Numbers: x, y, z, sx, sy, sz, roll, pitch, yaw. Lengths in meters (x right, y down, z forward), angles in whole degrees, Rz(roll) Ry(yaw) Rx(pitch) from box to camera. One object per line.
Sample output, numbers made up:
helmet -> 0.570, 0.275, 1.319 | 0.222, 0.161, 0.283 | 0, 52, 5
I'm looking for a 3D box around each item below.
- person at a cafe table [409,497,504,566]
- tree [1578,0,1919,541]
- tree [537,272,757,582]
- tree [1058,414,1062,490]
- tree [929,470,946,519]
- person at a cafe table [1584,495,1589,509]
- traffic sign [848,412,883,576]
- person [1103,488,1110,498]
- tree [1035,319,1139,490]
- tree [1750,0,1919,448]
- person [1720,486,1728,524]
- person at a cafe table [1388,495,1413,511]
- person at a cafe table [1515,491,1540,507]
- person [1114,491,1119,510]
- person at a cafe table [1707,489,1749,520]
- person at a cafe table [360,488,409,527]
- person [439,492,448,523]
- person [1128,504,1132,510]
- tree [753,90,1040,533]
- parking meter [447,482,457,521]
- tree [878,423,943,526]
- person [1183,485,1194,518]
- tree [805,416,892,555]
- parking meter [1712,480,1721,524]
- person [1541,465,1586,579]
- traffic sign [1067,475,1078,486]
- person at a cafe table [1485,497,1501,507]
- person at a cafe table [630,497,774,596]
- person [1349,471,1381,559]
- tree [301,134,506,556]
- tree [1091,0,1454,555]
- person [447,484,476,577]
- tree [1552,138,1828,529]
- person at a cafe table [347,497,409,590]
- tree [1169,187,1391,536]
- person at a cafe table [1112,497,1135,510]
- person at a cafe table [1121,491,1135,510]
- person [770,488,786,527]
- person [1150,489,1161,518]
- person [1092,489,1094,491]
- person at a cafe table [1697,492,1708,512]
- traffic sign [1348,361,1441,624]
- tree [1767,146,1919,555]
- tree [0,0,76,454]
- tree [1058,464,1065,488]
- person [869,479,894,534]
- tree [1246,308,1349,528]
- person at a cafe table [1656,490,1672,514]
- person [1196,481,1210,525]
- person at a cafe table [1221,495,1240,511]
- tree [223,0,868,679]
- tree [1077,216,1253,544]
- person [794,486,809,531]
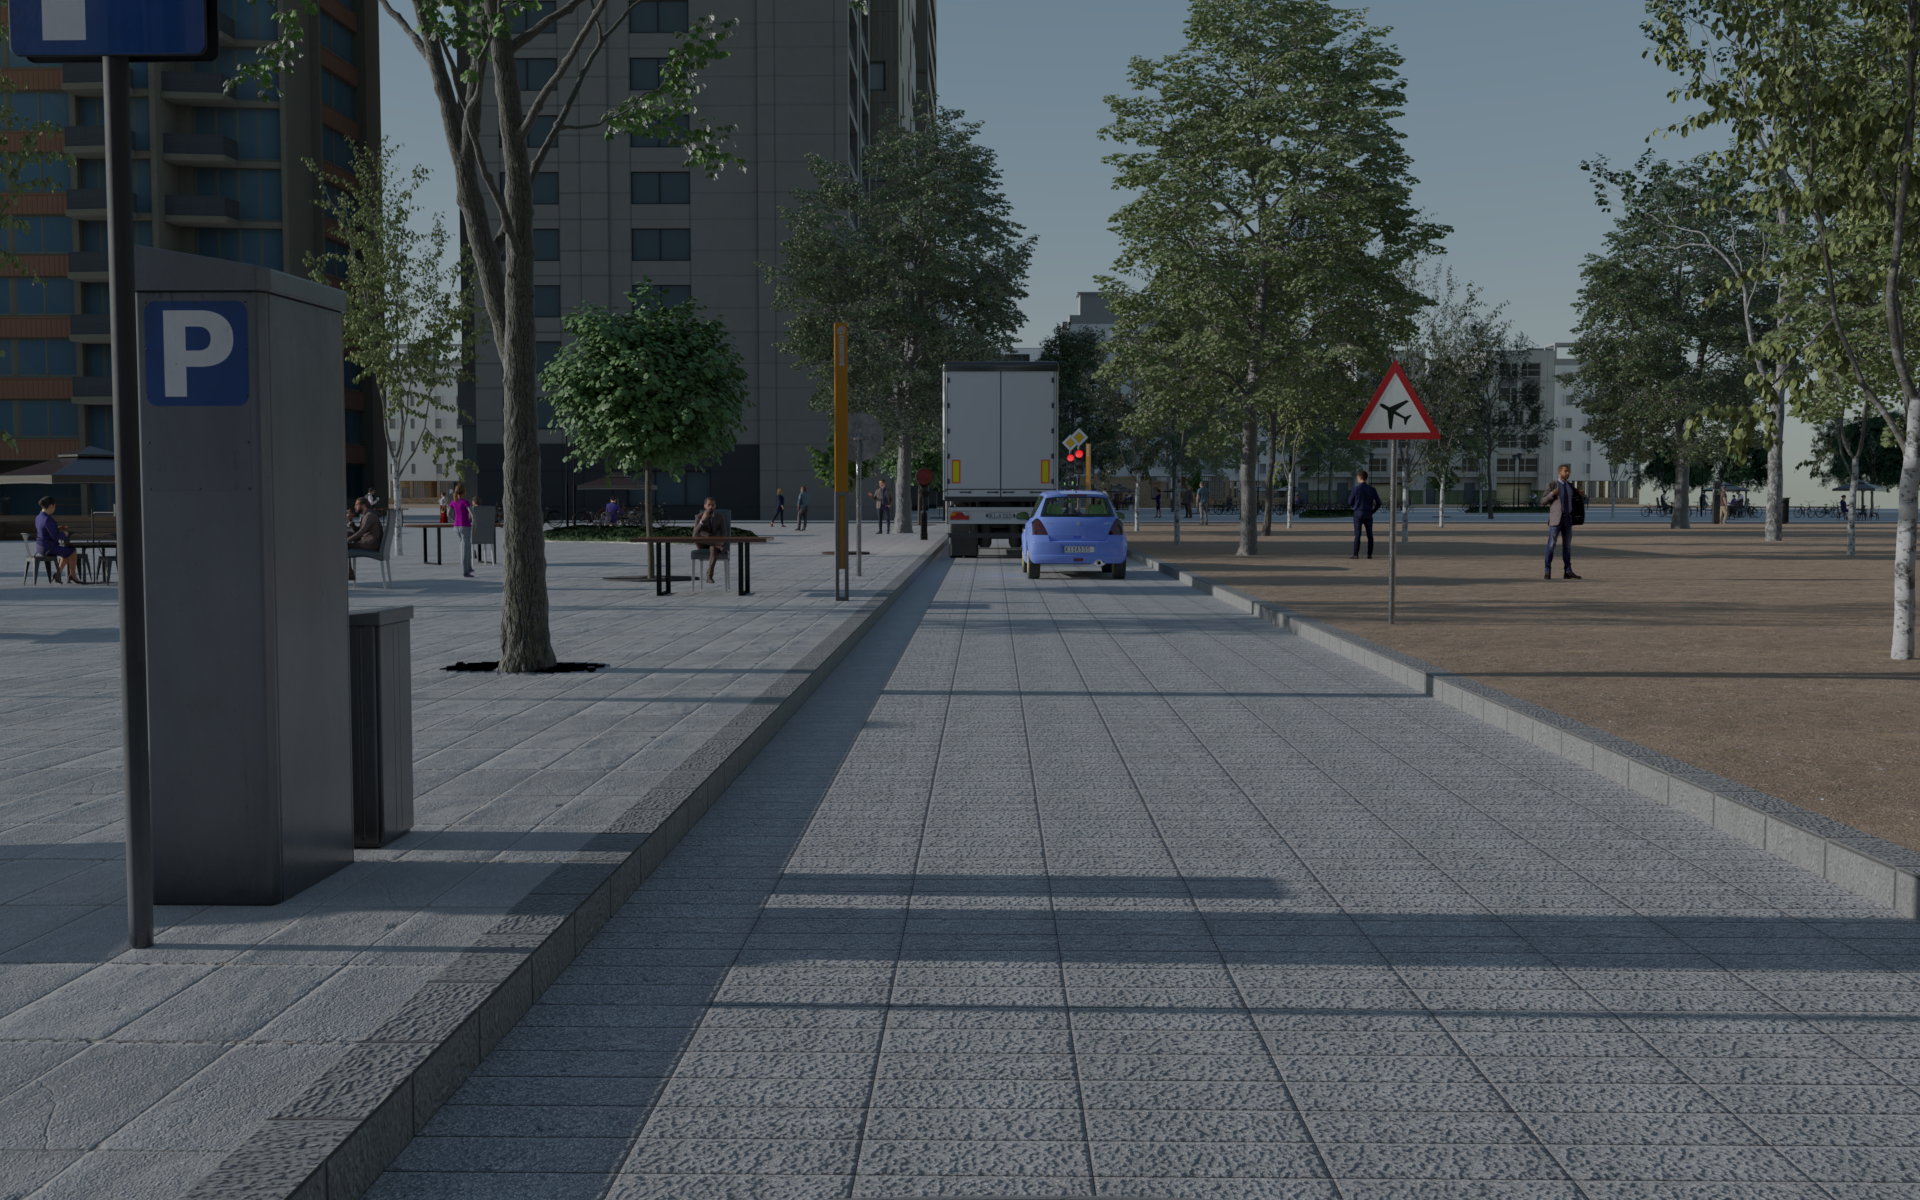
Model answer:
person at a cafe table -> -8.973, -1.263, 31.507 | 1.698, 1.238, 1.726 | -3, 4, -37
tree -> 23.629, -11.738, 47.812 | 12.611, 20.169, 13.585 | 0, 3, 0
tree -> -4.653, -2.581, 25.916 | 4.285, 4.588, 4.351 | 0, 3, 0
tree -> 6.559, -11.011, 130.398 | 4.360, 8.622, 3.978 | 0, 3, 0
tree -> -0.942, -5.913, 91.272 | 1.663, 3.219, 1.824 | 0, 3, 0
person at a cafe table -> 52.402, -8.261, 145.931 | 1.698, 1.238, 1.726 | 0, 4, -8
traffic sign -> -1.578, -1.643, 26.967 | 0.768, 2.556, 0.104 | 0, 4, 2
person -> 13.009, -9.055, 154.237 | 0.789, 1.805, 0.875 | -3, 5, -42
tree -> 7.370, -12.013, 113.419 | 9.611, 12.733, 9.660 | 0, 3, 0
tree -> 16.968, -6.745, 28.404 | 7.486, 12.596, 7.792 | 0, 3, 0
person -> 33.817, -4.159, 76.624 | 0.434, 1.807, 0.598 | 0, 4, 8
person at a cafe table -> 33.550, -7.395, 131.776 | 1.726, 1.238, 1.698 | 1, 4, 18
person at a cafe table -> 46.056, -8.050, 140.137 | 1.622, 1.524, 1.698 | 0, 4, -8
person -> 12.242, -7.781, 135.525 | 0.482, 1.546, 0.388 | 0, 4, -1
person at a cafe table -> 39.061, -4.845, 87.729 | 1.622, 1.524, 1.698 | 1, 4, 12
person at a cafe table -> -22.409, -3.572, 66.924 | 1.622, 1.524, 1.698 | -3, 4, -37
person -> -23.104, -4.069, 77.501 | 0.387, 1.526, 0.523 | -3, 4, -38
person -> 13.286, -7.262, 135.250 | 0.381, 0.543, 0.357 | 0, 4, 0
tree -> -1.876, -9.173, 56.634 | 9.857, 13.997, 8.962 | 0, 3, 0
parking meter -> -23.836, -4.627, 81.359 | 0.399, 1.863, 0.255 | 1, 4, 18
tree -> -1.615, -5.342, 71.061 | 4.285, 4.588, 4.351 | 0, 3, 0
person -> 12.173, -5.253, 92.487 | 0.434, 1.755, 0.990 | -1, 4, -23
tree -> -2.555, -2.585, 36.870 | 1.663, 3.219, 1.824 | 0, 3, 0
parking meter -> 32.290, -4.173, 73.935 | 0.255, 1.863, 0.399 | 1, 4, 11
person -> 9.072, -1.172, 26.026 | 0.655, 1.722, 0.431 | -1, 4, -10
traffic sign -> 5.782, -5.291, 88.629 | 0.606, 2.300, 0.079 | 1, 4, 9
person at a cafe table -> 43.350, -7.975, 141.250 | 1.698, 1.238, 1.726 | 2, 4, 27
person at a cafe table -> -3.277, -0.711, 22.489 | 1.698, 1.238, 1.726 | 0, 4, -1
person -> 7.968, -1.684, 34.281 | 0.576, 1.737, 0.504 | -1, 4, -16
tree -> -11.572, -5.221, 35.734 | 4.737, 8.622, 4.395 | 0, 3, 0
tree -> 6.469, -7.217, 36.131 | 7.486, 12.596, 7.792 | 0, 3, 0
person -> -7.619, -1.073, 26.822 | 0.726, 1.434, 0.776 | 1, 4, 19
tree -> 26.562, -9.603, 63.658 | 9.857, 13.997, 8.962 | 0, 3, 0
person at a cafe table -> -8.502, -0.760, 23.290 | 1.726, 1.238, 1.698 | 0, 4, -7
tree -> 9.677, -7.223, 52.512 | 7.601, 10.594, 8.767 | 1, 4, 16
person at a cafe table -> 13.224, -7.946, 140.772 | 1.726, 1.238, 1.698 | 2, 4, 35
person at a cafe table -> 13.730, -8.209, 142.726 | 1.622, 1.524, 1.698 | 3, 4, 36
person -> -7.072, -3.598, 67.412 | 0.613, 1.512, 0.480 | -1, 4, -9
person -> 10.574, -5.192, 93.305 | 0.546, 1.535, 0.453 | -1, 4, -22
person -> 12.357, -9.335, 159.347 | 0.721, 1.739, 1.217 | -1, 4, -17
person at a cafe table -> 54.100, -7.165, 125.670 | 1.698, 1.524, 1.622 | 3, 5, 39
traffic sign -> 4.255, -1.040, 17.007 | 0.884, 2.594, 0.081 | 1, 4, 9
tree -> 18.892, -5.250, 36.202 | 4.360, 8.622, 3.978 | 0, 3, 0
tree -> -11.994, -4.227, 19.479 | 4.737, 8.622, 4.395 | 0, 3, 0
tree -> 7.086, -9.774, 143.516 | 4.285, 4.588, 4.351 | 0, 3, 0
person -> -2.531, -2.988, 55.430 | 0.617, 1.759, 0.750 | 2, 4, 27
tree -> 12.513, -6.993, 64.690 | 4.737, 8.622, 4.395 | 0, 3, 0
person at a cafe table -> 46.294, -6.388, 112.958 | 1.622, 1.524, 1.698 | 0, 4, 6
person -> 10.187, -4.060, 72.549 | 0.598, 1.807, 0.434 | 0, 4, -4
person at a cafe table -> 20.636, -7.434, 132.411 | 1.698, 1.238, 1.726 | 1, 4, 9
tree -> -3.321, -5.288, 12.210 | 9.928, 11.665, 9.643 | 0, 3, 0
tree -> 5.652, -5.732, 44.084 | 4.360, 8.622, 3.978 | 0, 3, 0
person -> -5.448, -3.151, 59.780 | 0.499, 1.552, 0.429 | -2, 4, -23
